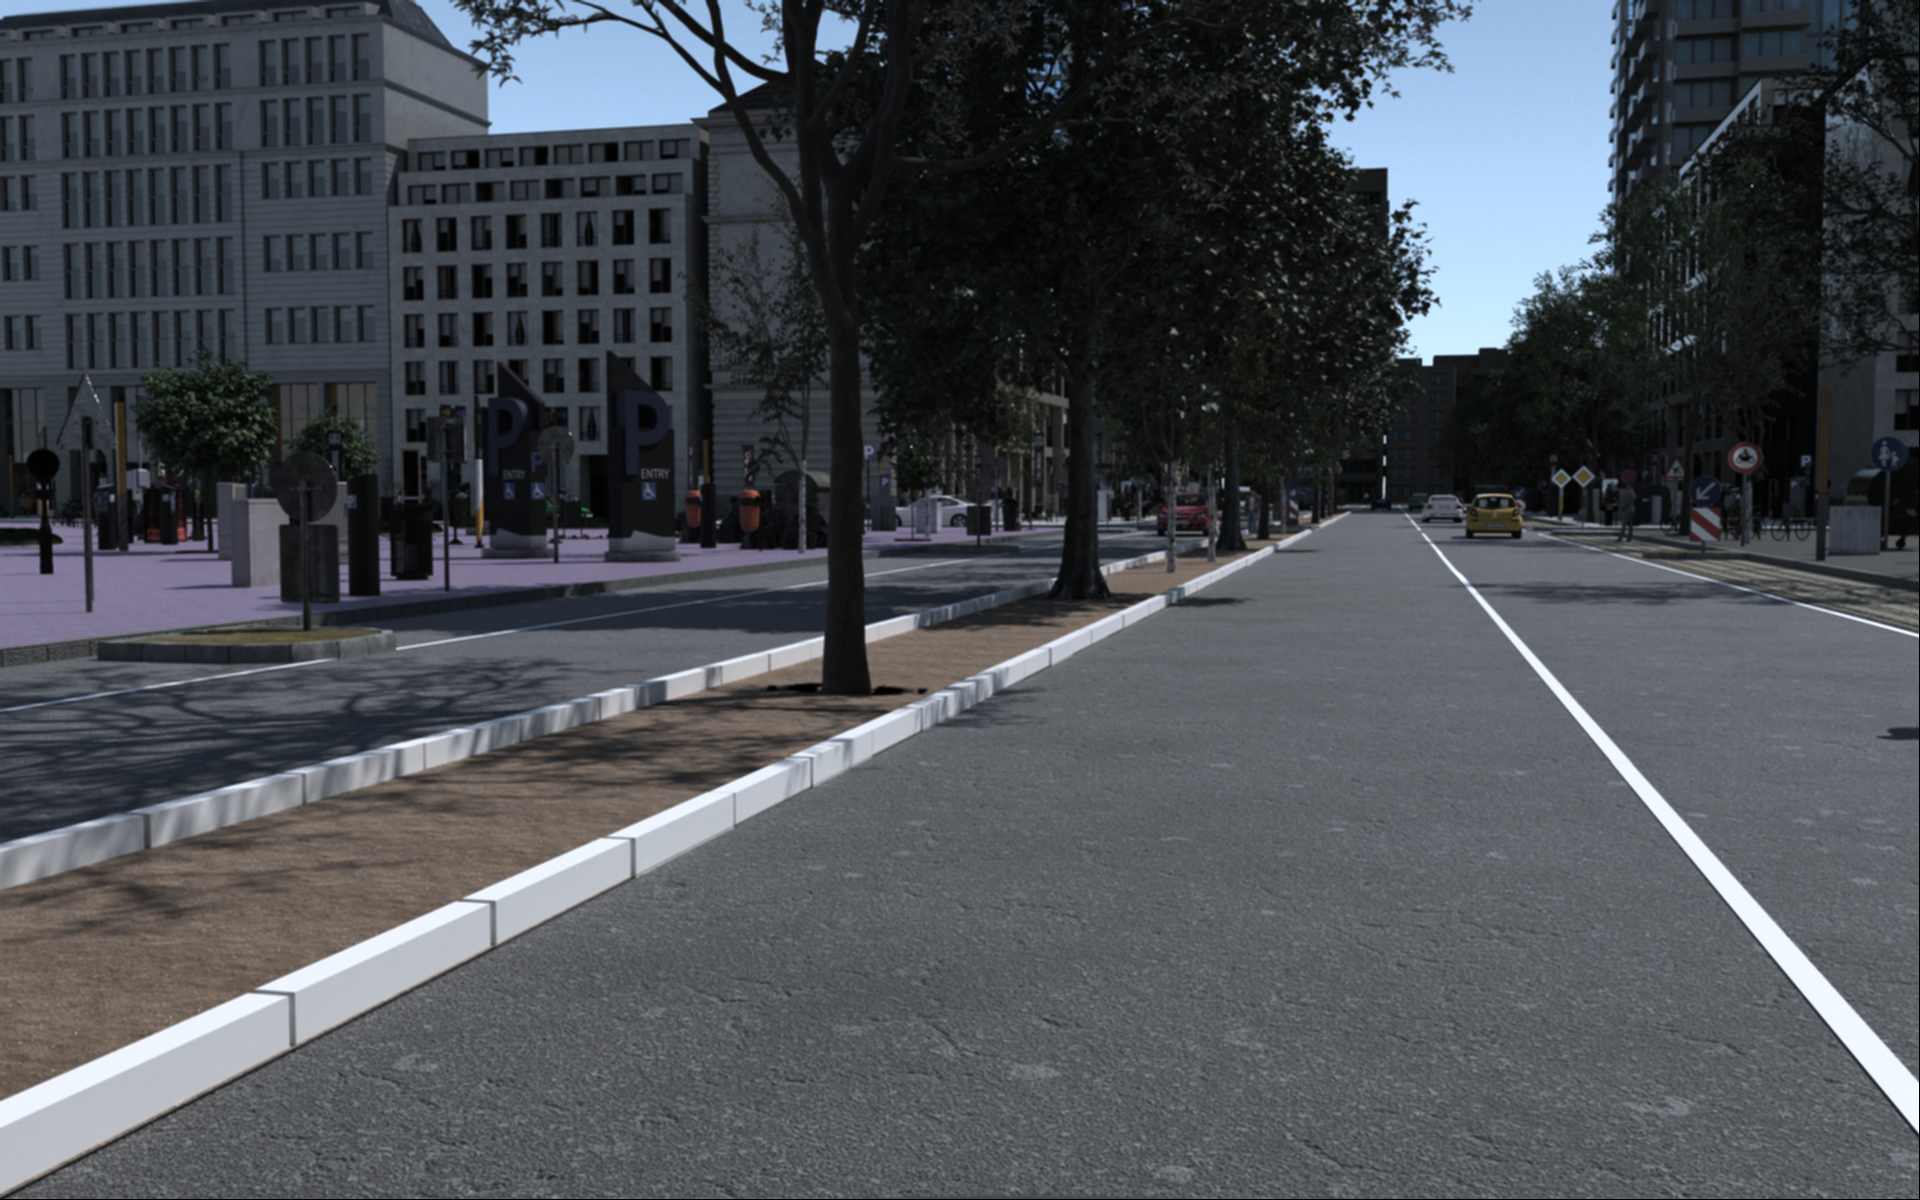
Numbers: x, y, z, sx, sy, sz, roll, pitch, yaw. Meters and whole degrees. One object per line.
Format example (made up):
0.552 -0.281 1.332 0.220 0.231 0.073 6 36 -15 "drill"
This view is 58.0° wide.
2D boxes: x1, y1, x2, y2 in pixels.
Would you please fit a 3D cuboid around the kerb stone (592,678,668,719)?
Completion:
-2.206 0.658 11.444 0.120 0.150 1.000 1 4 14 "kerb stone"

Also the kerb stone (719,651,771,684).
-1.716 0.536 13.435 0.120 0.150 1.000 1 4 14 "kerb stone"

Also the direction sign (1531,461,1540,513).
39.230 -7.709 118.036 0.379 3.537 0.876 -1 4 -19 "direction sign"

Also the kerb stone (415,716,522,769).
-2.701 0.783 9.449 0.120 0.150 1.000 1 4 14 "kerb stone"

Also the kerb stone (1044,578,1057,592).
1.236 -0.192 25.372 0.120 0.150 1.000 1 4 14 "kerb stone"

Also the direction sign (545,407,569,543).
-10.573 -3.250 45.133 0.876 3.537 0.379 1 4 21 "direction sign"

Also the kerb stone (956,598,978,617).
0.004 0.113 20.399 0.120 0.150 1.000 1 4 14 "kerb stone"

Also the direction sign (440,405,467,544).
-12.914 -3.194 44.227 0.379 3.537 0.876 2 4 27 "direction sign"

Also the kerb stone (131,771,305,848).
-3.190 0.903 7.457 0.120 0.150 1.000 1 4 14 "kerb stone"

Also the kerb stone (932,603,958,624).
-0.231 0.171 19.400 0.120 0.150 1.000 1 4 14 "kerb stone"

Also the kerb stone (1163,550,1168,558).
4.442 -0.986 38.318 0.120 0.150 1.000 1 4 14 "kerb stone"

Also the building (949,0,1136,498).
6.015 -52.063 163.902 22.319 86.520 31.000 1 4 14 "building"

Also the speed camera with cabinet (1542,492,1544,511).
45.905 -8.558 134.264 2.038 3.252 0.660 1 4 23 "speed camera with cabinet"

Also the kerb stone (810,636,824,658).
-1.223 0.414 15.422 0.120 0.150 1.000 1 4 14 "kerb stone"

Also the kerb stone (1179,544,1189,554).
5.423 -1.229 42.288 0.120 0.150 1.000 1 4 14 "kerb stone"

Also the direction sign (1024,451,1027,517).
3.485 -6.093 91.612 0.379 3.537 0.876 0 4 -4 "direction sign"

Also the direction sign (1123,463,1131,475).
12.081 -8.107 124.541 0.876 3.537 0.379 2 4 35 "direction sign"

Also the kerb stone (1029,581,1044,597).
0.988 -0.133 24.371 0.120 0.150 1.000 1 4 14 "kerb stone"

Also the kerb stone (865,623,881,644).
-0.973 0.354 16.420 0.120 0.150 1.000 1 4 14 "kerb stone"

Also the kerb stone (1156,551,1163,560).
4.202 -0.925 37.312 0.120 0.150 1.000 1 4 14 "kerb stone"

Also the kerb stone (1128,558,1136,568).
3.211 -0.681 33.327 0.120 0.150 1.000 1 4 14 "kerb stone"

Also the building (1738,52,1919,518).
51.033 -16.214 94.782 12.332 23.373 15.834 1 4 14 "building"

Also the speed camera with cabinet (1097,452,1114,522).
6.719 -5.268 80.474 0.660 3.252 2.038 1 4 16 "speed camera with cabinet"

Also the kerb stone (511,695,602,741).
-2.455 0.724 10.451 0.120 0.150 1.000 1 4 14 "kerb stone"

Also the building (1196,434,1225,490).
23.970 -38.808 254.126 30.456 49.044 23.786 1 4 14 "building"

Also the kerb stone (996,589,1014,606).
0.499 -0.011 22.386 0.120 0.150 1.000 1 4 14 "kerb stone"

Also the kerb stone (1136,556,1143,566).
3.456 -0.741 34.338 0.120 0.150 1.000 1 4 14 "kerb stone"

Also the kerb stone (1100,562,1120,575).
2.710 -0.555 31.341 0.120 0.150 1.000 1 4 14 "kerb stone"

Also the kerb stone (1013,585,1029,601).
0.740 -0.072 23.379 0.120 0.150 1.000 1 4 14 "kerb stone"

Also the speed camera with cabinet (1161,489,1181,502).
14.197 -7.655 119.498 2.038 3.252 0.660 2 4 24 "speed camera with cabinet"

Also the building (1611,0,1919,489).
70.458 -32.573 152.180 23.786 49.044 30.456 1 4 14 "building"

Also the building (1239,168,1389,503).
49.766 -38.099 246.625 21.600 48.544 21.300 1 4 14 "building"

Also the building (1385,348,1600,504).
75.057 -24.435 244.550 28.899 21.520 27.650 1 4 14 "building"

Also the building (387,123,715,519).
-20.764 -14.678 94.736 16.860 20.320 10.420 1 4 14 "building"

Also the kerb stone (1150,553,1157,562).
3.949 -0.861 36.321 0.120 0.150 1.000 1 4 14 "kerb stone"

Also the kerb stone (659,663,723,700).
-1.961 0.597 12.437 0.120 0.150 1.000 1 4 14 "kerb stone"

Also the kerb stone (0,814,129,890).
-3.446 0.965 6.465 0.120 0.150 1.000 1 4 14 "kerb stone"

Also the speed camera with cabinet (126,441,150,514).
-30.218 -4.317 64.926 0.660 3.252 2.038 2 4 29 "speed camera with cabinet"

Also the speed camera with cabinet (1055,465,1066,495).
6.842 -7.528 117.415 0.660 3.252 2.038 0 4 -4 "speed camera with cabinet"

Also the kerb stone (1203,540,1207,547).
6.419 -1.472 46.268 0.120 0.150 1.000 1 4 14 "kerb stone"

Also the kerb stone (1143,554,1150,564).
3.704 -0.803 35.329 0.120 0.150 1.000 1 4 14 "kerb stone"

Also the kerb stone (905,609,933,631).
-0.494 0.232 18.407 0.120 0.150 1.000 1 4 14 "kerb stone"

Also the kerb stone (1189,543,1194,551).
5.678 -1.287 43.280 0.120 0.150 1.000 1 4 14 "kerb stone"

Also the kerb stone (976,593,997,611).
0.259 0.049 21.389 0.120 0.150 1.000 1 4 14 "kerb stone"

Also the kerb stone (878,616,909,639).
-0.731 0.293 17.412 0.120 0.150 1.000 1 4 14 "kerb stone"

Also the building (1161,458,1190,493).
10.896 -21.741 200.507 28.899 21.520 27.650 1 4 14 "building"

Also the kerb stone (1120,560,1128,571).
2.963 -0.620 32.336 0.120 0.150 1.000 1 4 14 "kerb stone"

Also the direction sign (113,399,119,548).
-20.205 -3.027 41.493 0.379 3.537 0.876 -2 4 -28 "direction sign"

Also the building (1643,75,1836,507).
59.568 -19.190 118.279 19.350 26.468 34.151 1 4 14 "building"

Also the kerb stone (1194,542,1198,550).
5.919 -1.351 44.286 0.120 0.150 1.000 1 4 14 "kerb stone"

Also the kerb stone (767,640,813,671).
-1.463 0.476 14.426 0.120 0.150 1.000 1 4 14 "kerb stone"

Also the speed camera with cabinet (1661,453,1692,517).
34.446 -5.438 83.251 0.660 3.252 2.038 0 4 -5 "speed camera with cabinet"

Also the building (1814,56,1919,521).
48.922 -13.626 77.541 16.860 20.320 10.420 1 4 14 "building"

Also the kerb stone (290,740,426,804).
-2.943 0.840 8.456 0.120 0.150 1.000 1 4 14 "kerb stone"

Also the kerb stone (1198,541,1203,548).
6.162 -1.411 45.278 0.120 0.150 1.000 1 4 14 "kerb stone"

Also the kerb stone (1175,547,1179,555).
4.924 -1.108 40.305 0.120 0.150 1.000 1 4 14 "kerb stone"

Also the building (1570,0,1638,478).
77.156 -53.125 181.267 22.319 86.520 31.000 1 4 14 "building"
